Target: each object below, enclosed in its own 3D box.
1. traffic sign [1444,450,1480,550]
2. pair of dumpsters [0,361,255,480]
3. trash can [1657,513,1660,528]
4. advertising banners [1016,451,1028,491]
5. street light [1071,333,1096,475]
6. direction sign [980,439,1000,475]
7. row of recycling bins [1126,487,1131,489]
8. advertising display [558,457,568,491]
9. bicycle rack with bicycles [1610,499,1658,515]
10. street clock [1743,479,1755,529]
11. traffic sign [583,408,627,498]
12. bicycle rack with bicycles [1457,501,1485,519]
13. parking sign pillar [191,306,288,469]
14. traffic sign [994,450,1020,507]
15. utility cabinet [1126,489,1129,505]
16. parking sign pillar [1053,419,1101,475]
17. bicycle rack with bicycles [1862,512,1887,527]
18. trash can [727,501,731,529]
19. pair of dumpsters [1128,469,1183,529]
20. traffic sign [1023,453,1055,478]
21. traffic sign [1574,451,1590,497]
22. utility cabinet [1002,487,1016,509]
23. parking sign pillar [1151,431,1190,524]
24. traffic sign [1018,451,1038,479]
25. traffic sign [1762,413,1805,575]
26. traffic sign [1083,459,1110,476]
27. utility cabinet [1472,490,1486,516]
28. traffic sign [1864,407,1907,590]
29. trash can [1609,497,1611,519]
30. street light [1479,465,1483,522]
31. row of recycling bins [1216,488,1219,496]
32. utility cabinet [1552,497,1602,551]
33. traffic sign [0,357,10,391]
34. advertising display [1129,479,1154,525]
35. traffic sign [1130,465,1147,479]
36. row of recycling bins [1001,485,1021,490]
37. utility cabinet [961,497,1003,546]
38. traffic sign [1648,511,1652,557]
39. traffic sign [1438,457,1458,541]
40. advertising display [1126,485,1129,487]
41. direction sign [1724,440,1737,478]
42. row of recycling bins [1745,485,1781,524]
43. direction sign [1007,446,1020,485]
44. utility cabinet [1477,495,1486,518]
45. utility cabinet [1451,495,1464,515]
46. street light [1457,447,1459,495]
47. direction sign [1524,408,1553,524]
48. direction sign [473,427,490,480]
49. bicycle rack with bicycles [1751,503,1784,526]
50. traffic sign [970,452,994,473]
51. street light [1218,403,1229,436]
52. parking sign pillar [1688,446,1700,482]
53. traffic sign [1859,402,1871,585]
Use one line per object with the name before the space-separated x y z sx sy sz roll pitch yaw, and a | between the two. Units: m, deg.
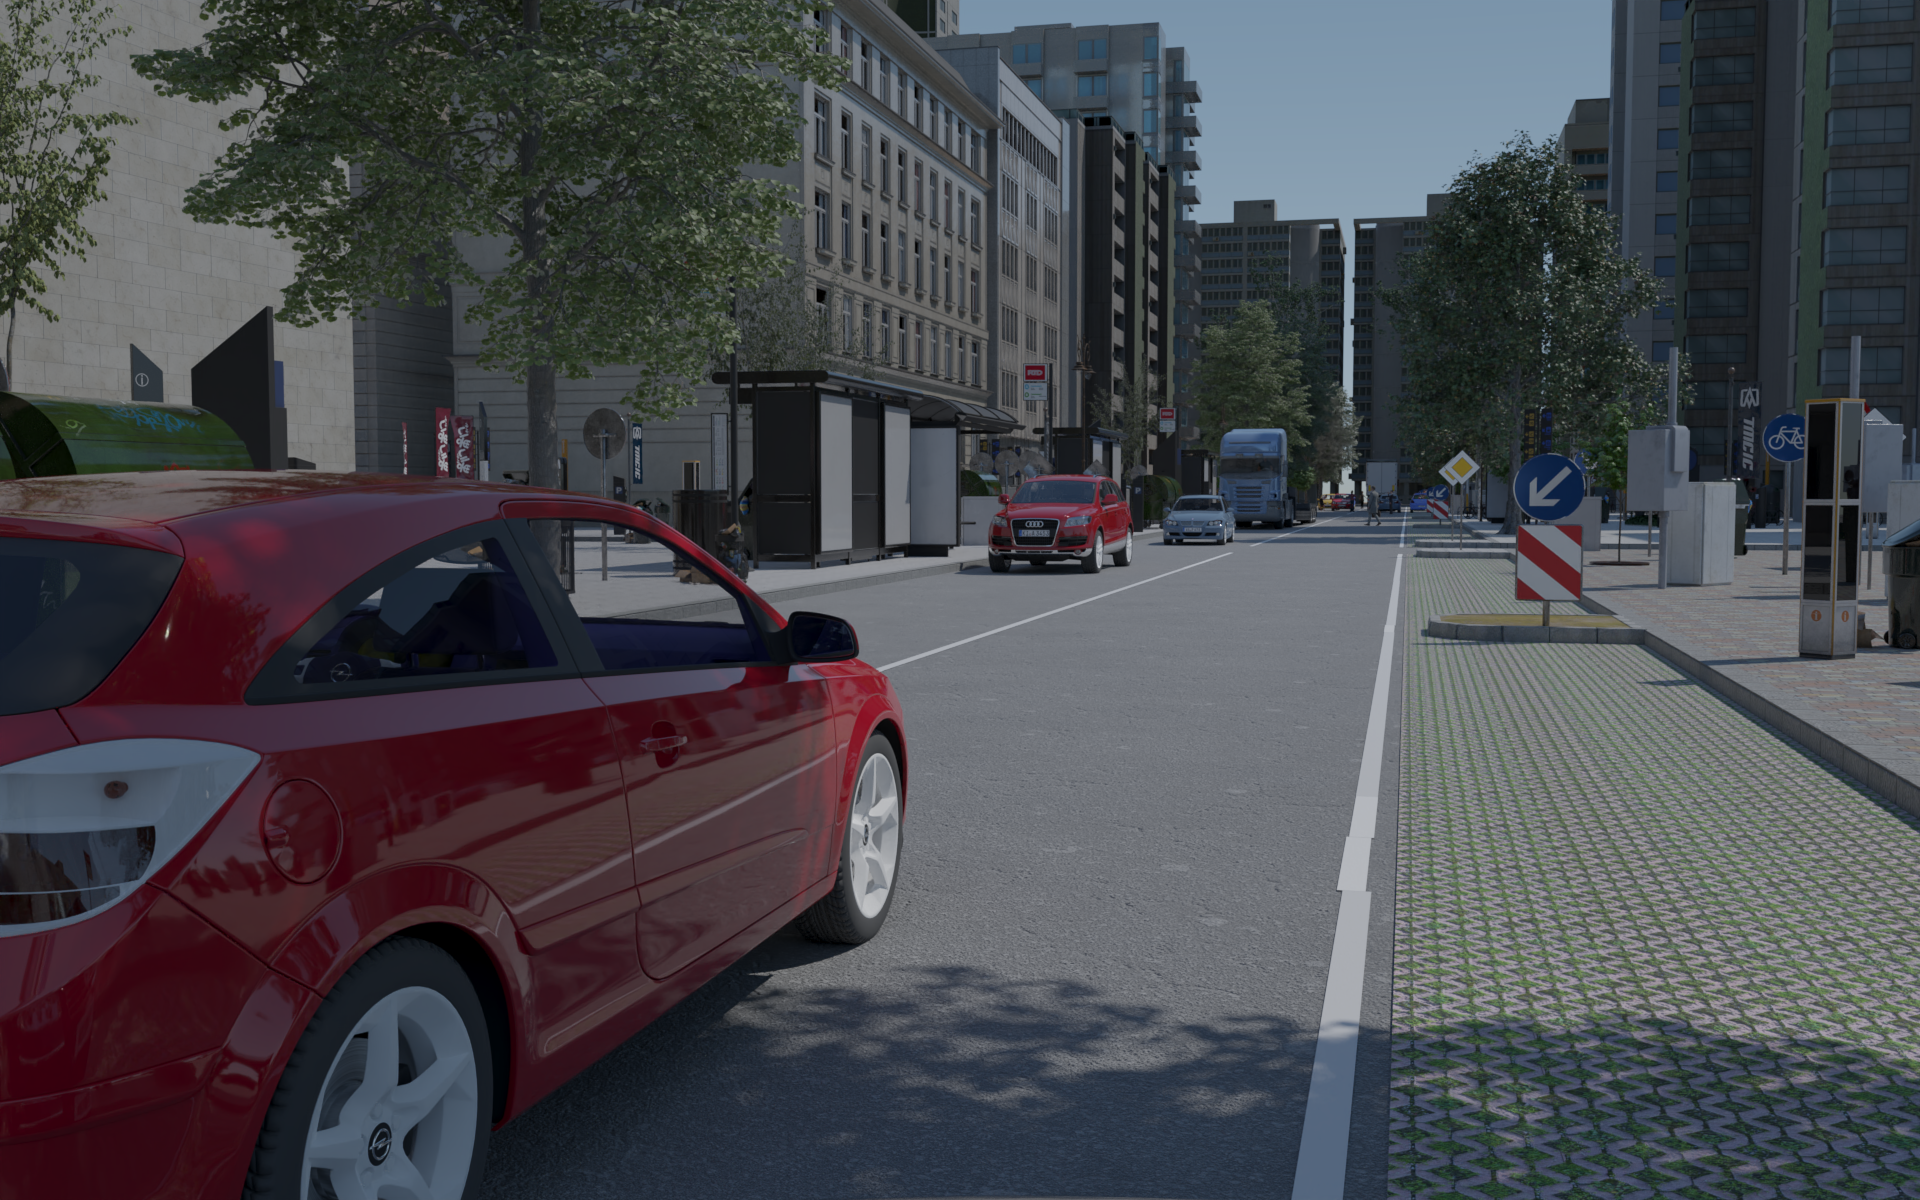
traffic sign | 11.438 -2.193 39.501 0.795 2.450 0.064 1 4 14
pair of dumpsters | -6.689 -0.551 11.510 1.574 2.255 4.437 1 4 14
trash can | 25.636 -3.132 62.855 0.748 1.137 0.748 0 3 0
advertising banners | 2.403 -4.548 70.543 0.090 3.025 2.074 -2 4 -27
street light | 3.560 -4.721 49.981 0.468 5.910 1.993 1 4 14
direction sign | 1.225 -4.852 71.323 0.876 3.537 0.379 1 4 21
row of recycling bins | 9.712 -5.589 98.498 1.069 1.692 3.534 3 4 38
advertising display | -7.185 -1.552 30.586 0.123 1.923 0.974 -3 4 -37
bicycle rack with bicycles | 44.222 -6.185 114.508 2.852 0.926 2.925 0 4 0
street clock | 28.951 -3.611 63.611 0.358 2.002 0.471 0 4 -2
traffic sign | -5.264 -1.558 25.586 0.768 2.556 0.104 2 4 24
bicycle rack with bicycles | 27.278 -4.694 90.132 2.925 0.926 2.852 0 4 -1
parking sign pillar | -10.477 -2.247 25.217 1.447 3.967 1.447 1 4 14
traffic sign | 1.346 -3.059 50.125 0.768 2.556 0.104 1 4 20
utility cabinet | 10.541 -6.109 108.554 0.318 1.500 1.173 2 4 34
parking sign pillar | 4.354 -4.493 61.932 1.447 3.967 1.447 -1 4 -19
bicycle rack with bicycles | 34.776 -3.321 67.687 2.925 0.926 2.852 -2 4 -27
trash can | -5.128 -1.540 36.830 0.748 1.137 0.748 0 3 0
pair of dumpsters | 7.307 -3.812 64.825 1.574 2.255 4.437 1 4 15
traffic sign | 1.912 -2.345 41.978 0.795 2.450 0.064 1 4 14
traffic sign | 17.039 -2.865 46.954 0.768 2.556 0.104 1 4 22
utility cabinet | 1.291 -2.998 57.702 1.173 1.500 0.318 -2 4 -31
parking sign pillar | 8.863 -5.243 74.202 1.447 3.967 1.447 -3 5 -41
traffic sign | 2.034 -3.104 50.850 0.768 2.556 0.104 1 4 19
traffic sign | 13.117 -1.673 27.461 0.768 2.556 0.104 1 4 20
traffic sign | 3.913 -2.818 49.709 0.795 2.450 0.064 1 4 14
utility cabinet | 29.580 -5.482 98.303 1.173 1.500 0.318 -2 4 -32
traffic sign | 12.186 -1.344 23.152 0.795 2.450 0.064 1 4 17
trash can | 31.657 -4.501 85.248 0.748 1.137 0.748 0 3 0
street light | 24.273 -6.589 80.522 0.468 5.910 1.993 1 4 14
row of recycling bins | 16.830 -6.038 105.837 1.069 1.692 3.534 -2 4 -30
utility cabinet | 13.898 -1.706 39.054 1.020 1.237 0.306 1 4 13
traffic sign | -8.245 -0.879 14.478 0.768 2.556 0.104 1 4 20
advertising display | 7.642 -4.099 72.226 0.974 1.923 0.123 0 4 -8
traffic sign | 7.828 -4.641 75.981 0.768 2.556 0.104 1 4 16
row of recycling bins | 2.515 -4.210 75.949 1.069 1.692 3.534 -1 4 -20
utility cabinet | 0.551 -1.955 43.131 1.020 1.237 0.306 -1 4 -11
traffic sign | 14.085 -2.160 35.313 0.884 2.594 0.081 1 4 22
traffic sign | 13.439 -2.666 47.232 0.795 2.450 0.064 1 4 14
advertising display | 11.841 -7.274 124.136 0.974 1.923 0.123 2 4 28
direction sign | 32.216 -4.915 72.355 0.876 3.537 0.379 -2 4 -28
row of recycling bins | 33.912 -4.176 75.390 3.534 1.692 1.069 0 4 -7
direction sign | 2.562 -5.533 82.465 0.379 3.537 0.876 -3 5 -42
utility cabinet | 28.537 -5.048 93.691 1.020 1.237 0.306 0 4 6
utility cabinet | 30.727 -5.859 106.948 0.306 1.237 1.020 -1 4 -16
street light | 34.080 -8.913 118.510 0.468 5.910 1.993 1 4 14
direction sign | 15.341 -3.304 46.024 0.379 3.537 0.876 -2 4 -34
direction sign | -16.291 -4.075 58.624 0.876 3.537 0.379 -3 5 -44
bicycle rack with bicycles | 32.167 -3.495 70.517 2.925 0.926 2.852 0 4 -5
traffic sign | 0.641 -3.222 52.779 0.768 2.556 0.104 1 4 15
street light | 13.356 -7.044 87.961 0.468 5.910 1.993 1 4 14
parking sign pillar | 30.826 -5.226 73.915 1.447 3.967 1.447 0 4 4
traffic sign | 12.649 -1.487 24.318 0.884 2.594 0.081 1 4 23
